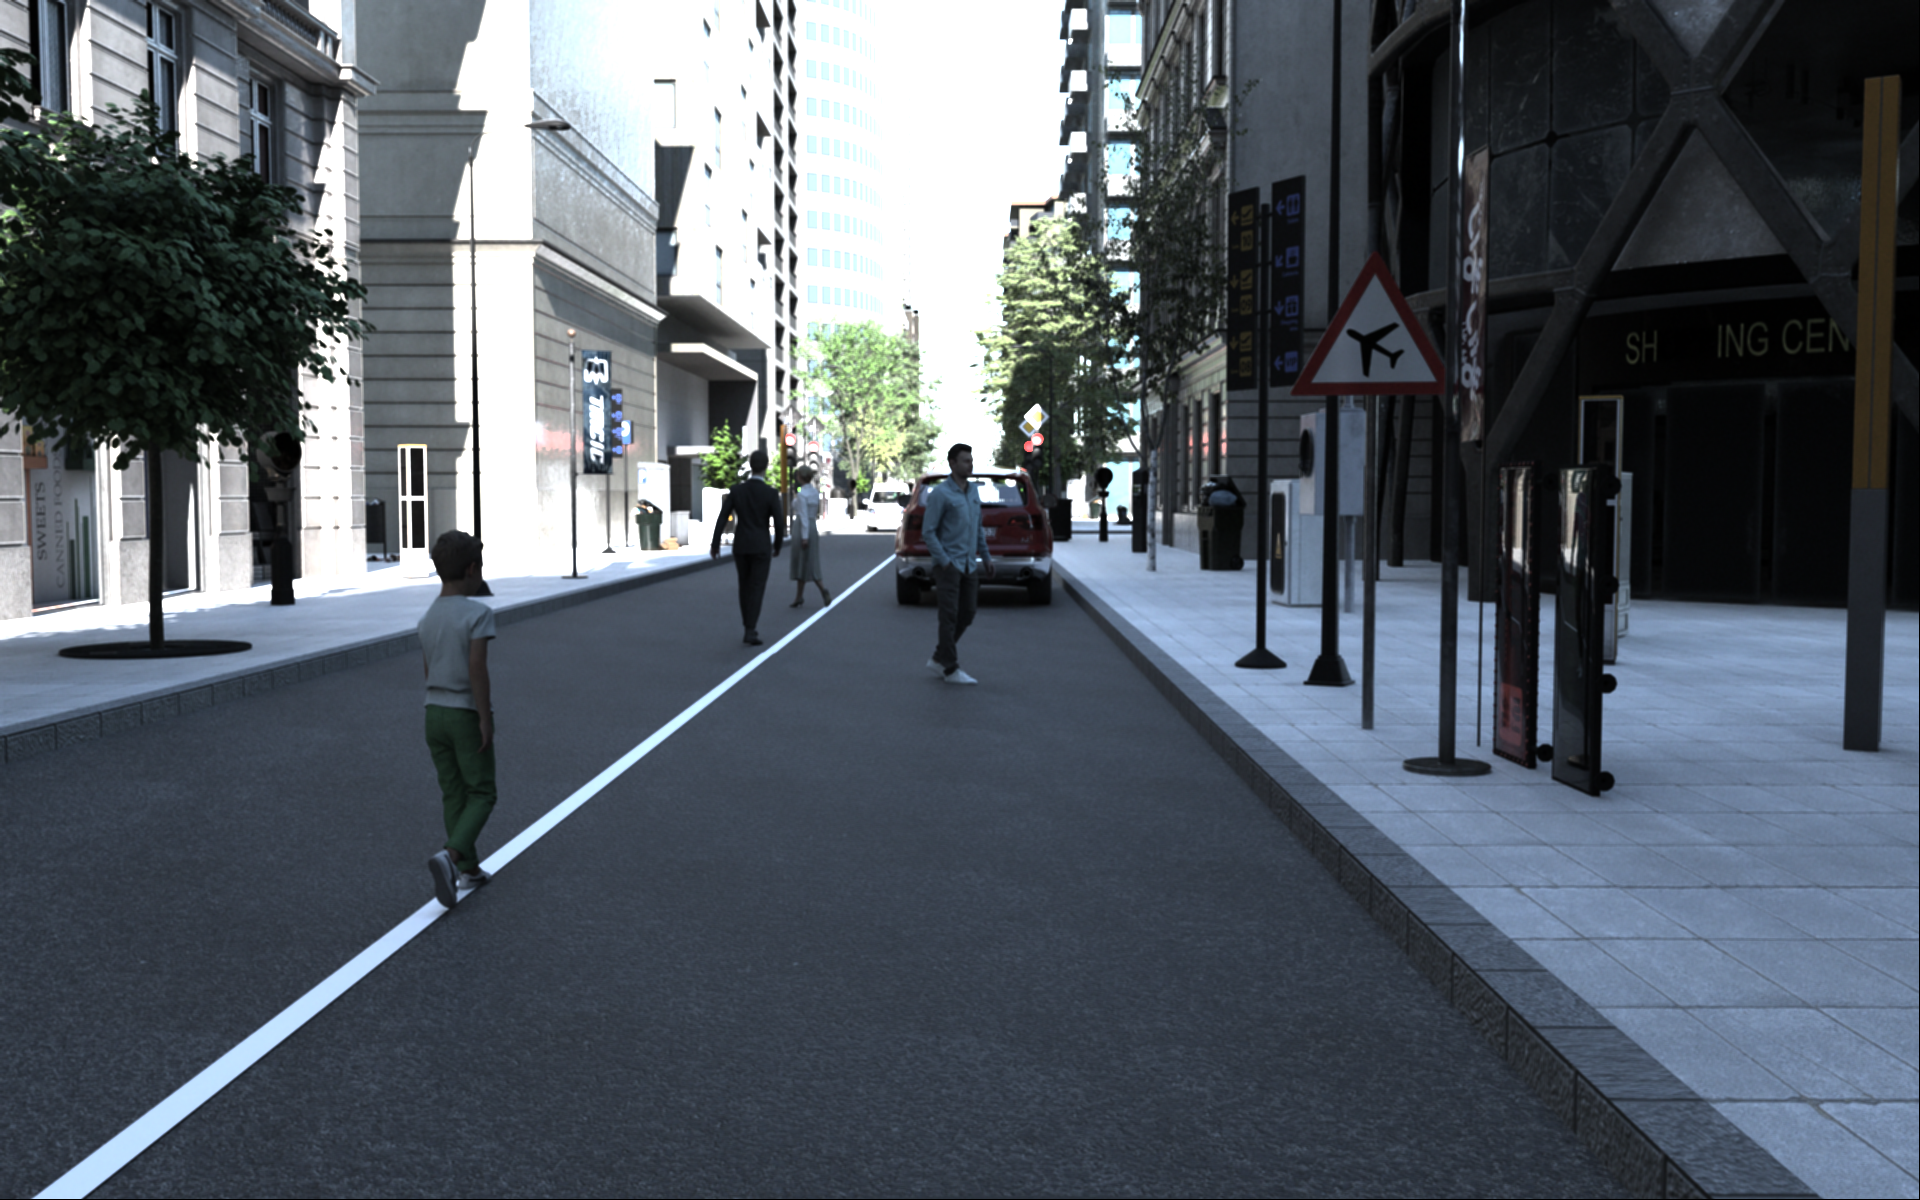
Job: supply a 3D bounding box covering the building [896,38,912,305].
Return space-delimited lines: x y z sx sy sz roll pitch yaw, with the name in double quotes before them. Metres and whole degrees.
"building" -15.852 -51.320 277.337 20.563 71.187 20.611 0 4 0

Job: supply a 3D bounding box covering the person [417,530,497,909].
"person" -1.779 0.406 6.117 0.306 1.304 0.590 0 4 4

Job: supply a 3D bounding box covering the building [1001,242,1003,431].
"building" 17.787 -38.366 281.906 22.147 44.769 28.867 0 4 0

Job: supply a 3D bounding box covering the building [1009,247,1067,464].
"building" 13.315 -26.417 203.623 14.160 30.474 14.107 0 4 0

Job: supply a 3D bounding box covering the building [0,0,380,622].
"building" -15.489 -10.634 15.674 13.314 21.916 24.055 0 4 0

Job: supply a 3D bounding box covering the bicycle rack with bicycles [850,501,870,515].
"bicycle rack with bicycles" -6.471 -5.815 108.459 2.852 0.926 2.925 1 4 11

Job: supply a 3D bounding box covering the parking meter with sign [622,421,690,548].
"parking meter with sign" -7.382 -2.794 41.941 1.738 3.016 0.543 -3 5 -44

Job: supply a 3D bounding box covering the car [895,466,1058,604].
"car" 0.234 -0.943 24.084 2.281 1.827 5.304 0 4 2

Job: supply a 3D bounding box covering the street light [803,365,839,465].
"street light" -5.083 -5.512 62.660 1.470 5.913 1.316 0 4 0

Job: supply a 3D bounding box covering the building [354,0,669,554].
"building" -23.272 -12.886 43.962 30.059 22.955 16.112 0 4 0

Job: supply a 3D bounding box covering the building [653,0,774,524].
"building" -22.953 -29.788 76.269 28.713 52.752 27.495 0 4 0

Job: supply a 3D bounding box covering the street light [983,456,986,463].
"street light" 3.276 -12.092 170.252 1.470 5.913 1.316 0 4 0

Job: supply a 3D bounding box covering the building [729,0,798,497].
"building" -18.859 -41.133 110.773 20.563 71.187 20.611 0 4 0

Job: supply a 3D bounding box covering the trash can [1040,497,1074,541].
"trash can" 2.730 -2.166 47.070 0.748 1.137 0.748 0 3 0

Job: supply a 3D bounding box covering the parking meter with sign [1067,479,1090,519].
"parking meter with sign" 5.958 -5.751 90.292 1.738 3.016 0.543 1 4 18

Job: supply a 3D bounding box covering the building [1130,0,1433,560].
"building" 9.834 -10.854 42.096 10.561 19.102 19.286 0 4 0

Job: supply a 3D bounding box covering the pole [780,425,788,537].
"pole" -5.197 -3.505 51.152 0.158 3.312 0.155 0 3 0

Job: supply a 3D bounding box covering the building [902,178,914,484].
"building" -18.534 -37.810 237.805 23.786 49.044 30.456 0 4 0

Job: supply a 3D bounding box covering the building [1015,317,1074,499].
"building" 19.980 -20.632 182.376 27.650 21.520 28.899 0 4 0

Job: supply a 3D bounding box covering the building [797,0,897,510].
"building" -17.681 -38.998 179.610 21.231 58.520 28.212 0 4 0

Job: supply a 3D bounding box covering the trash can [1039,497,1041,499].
"trash can" 4.355 -5.350 99.121 0.748 1.137 0.748 0 3 0

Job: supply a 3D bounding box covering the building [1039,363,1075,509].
"building" 22.829 -28.280 154.259 32.217 40.220 23.993 0 4 0

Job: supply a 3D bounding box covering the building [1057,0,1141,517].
"building" 17.587 -29.846 107.590 23.786 49.044 30.456 0 4 0

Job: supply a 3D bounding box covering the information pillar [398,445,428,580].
"information pillar" -8.224 -1.319 26.063 0.304 2.012 0.304 -3 5 -43

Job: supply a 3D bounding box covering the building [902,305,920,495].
"building" -13.206 -29.900 260.567 14.160 30.474 14.107 0 4 0

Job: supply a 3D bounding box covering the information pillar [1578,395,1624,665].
"information pillar" 4.829 -0.526 13.096 0.304 2.012 0.304 1 4 22

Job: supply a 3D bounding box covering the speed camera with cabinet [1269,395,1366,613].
"speed camera with cabinet" 3.985 -1.536 19.445 0.660 3.252 2.038 0 4 -3

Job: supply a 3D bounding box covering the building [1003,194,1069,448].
"building" 18.041 -36.567 252.488 22.147 44.769 28.867 0 4 0

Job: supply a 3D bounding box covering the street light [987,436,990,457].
"street light" 2.995 -10.075 137.275 1.470 5.913 1.316 0 4 0

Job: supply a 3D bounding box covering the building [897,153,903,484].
"building" -13.983 -31.690 201.722 14.154 41.232 14.086 0 4 0

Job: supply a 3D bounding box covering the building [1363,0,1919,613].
"building" 14.053 -9.578 24.055 16.820 18.784 16.811 0 4 0

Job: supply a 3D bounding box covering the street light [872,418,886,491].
"street light" -4.754 -8.123 105.356 1.470 5.913 1.316 0 4 0

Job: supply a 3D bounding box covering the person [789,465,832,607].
"person" -1.890 -0.802 21.845 0.641 1.798 0.478 3 4 38

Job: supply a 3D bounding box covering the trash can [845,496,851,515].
"trash can" -7.018 -5.737 105.453 0.748 1.137 0.748 0 3 0

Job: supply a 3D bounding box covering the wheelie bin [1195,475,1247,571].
"wheelie bin" 4.392 -1.302 29.203 0.693 1.594 0.980 -1 4 -22

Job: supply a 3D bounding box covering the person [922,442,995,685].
"person" -0.061 -0.289 13.249 0.620 1.820 0.660 2 4 35

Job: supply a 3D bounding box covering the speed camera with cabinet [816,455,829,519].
"speed camera with cabinet" -7.465 -5.783 88.895 0.660 3.252 2.038 -2 4 -34

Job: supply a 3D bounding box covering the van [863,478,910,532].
"van" -2.652 -3.606 65.972 2.013 2.044 4.112 0 4 0

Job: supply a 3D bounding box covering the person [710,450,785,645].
"person" -1.982 -0.511 16.625 0.659 1.850 0.755 1 4 11

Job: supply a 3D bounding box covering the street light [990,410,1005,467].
"street light" 2.529 -7.470 94.675 1.470 5.913 1.316 0 4 0

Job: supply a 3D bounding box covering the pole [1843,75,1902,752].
"pole" 4.537 -0.903 8.609 0.158 3.312 0.155 0 3 0

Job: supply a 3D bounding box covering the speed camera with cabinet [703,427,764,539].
"speed camera with cabinet" -6.551 -3.416 50.193 0.660 3.252 2.038 2 4 34

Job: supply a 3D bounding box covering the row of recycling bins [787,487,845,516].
"row of recycling bins" -8.419 -5.720 100.641 3.534 1.692 1.069 -1 4 -10
